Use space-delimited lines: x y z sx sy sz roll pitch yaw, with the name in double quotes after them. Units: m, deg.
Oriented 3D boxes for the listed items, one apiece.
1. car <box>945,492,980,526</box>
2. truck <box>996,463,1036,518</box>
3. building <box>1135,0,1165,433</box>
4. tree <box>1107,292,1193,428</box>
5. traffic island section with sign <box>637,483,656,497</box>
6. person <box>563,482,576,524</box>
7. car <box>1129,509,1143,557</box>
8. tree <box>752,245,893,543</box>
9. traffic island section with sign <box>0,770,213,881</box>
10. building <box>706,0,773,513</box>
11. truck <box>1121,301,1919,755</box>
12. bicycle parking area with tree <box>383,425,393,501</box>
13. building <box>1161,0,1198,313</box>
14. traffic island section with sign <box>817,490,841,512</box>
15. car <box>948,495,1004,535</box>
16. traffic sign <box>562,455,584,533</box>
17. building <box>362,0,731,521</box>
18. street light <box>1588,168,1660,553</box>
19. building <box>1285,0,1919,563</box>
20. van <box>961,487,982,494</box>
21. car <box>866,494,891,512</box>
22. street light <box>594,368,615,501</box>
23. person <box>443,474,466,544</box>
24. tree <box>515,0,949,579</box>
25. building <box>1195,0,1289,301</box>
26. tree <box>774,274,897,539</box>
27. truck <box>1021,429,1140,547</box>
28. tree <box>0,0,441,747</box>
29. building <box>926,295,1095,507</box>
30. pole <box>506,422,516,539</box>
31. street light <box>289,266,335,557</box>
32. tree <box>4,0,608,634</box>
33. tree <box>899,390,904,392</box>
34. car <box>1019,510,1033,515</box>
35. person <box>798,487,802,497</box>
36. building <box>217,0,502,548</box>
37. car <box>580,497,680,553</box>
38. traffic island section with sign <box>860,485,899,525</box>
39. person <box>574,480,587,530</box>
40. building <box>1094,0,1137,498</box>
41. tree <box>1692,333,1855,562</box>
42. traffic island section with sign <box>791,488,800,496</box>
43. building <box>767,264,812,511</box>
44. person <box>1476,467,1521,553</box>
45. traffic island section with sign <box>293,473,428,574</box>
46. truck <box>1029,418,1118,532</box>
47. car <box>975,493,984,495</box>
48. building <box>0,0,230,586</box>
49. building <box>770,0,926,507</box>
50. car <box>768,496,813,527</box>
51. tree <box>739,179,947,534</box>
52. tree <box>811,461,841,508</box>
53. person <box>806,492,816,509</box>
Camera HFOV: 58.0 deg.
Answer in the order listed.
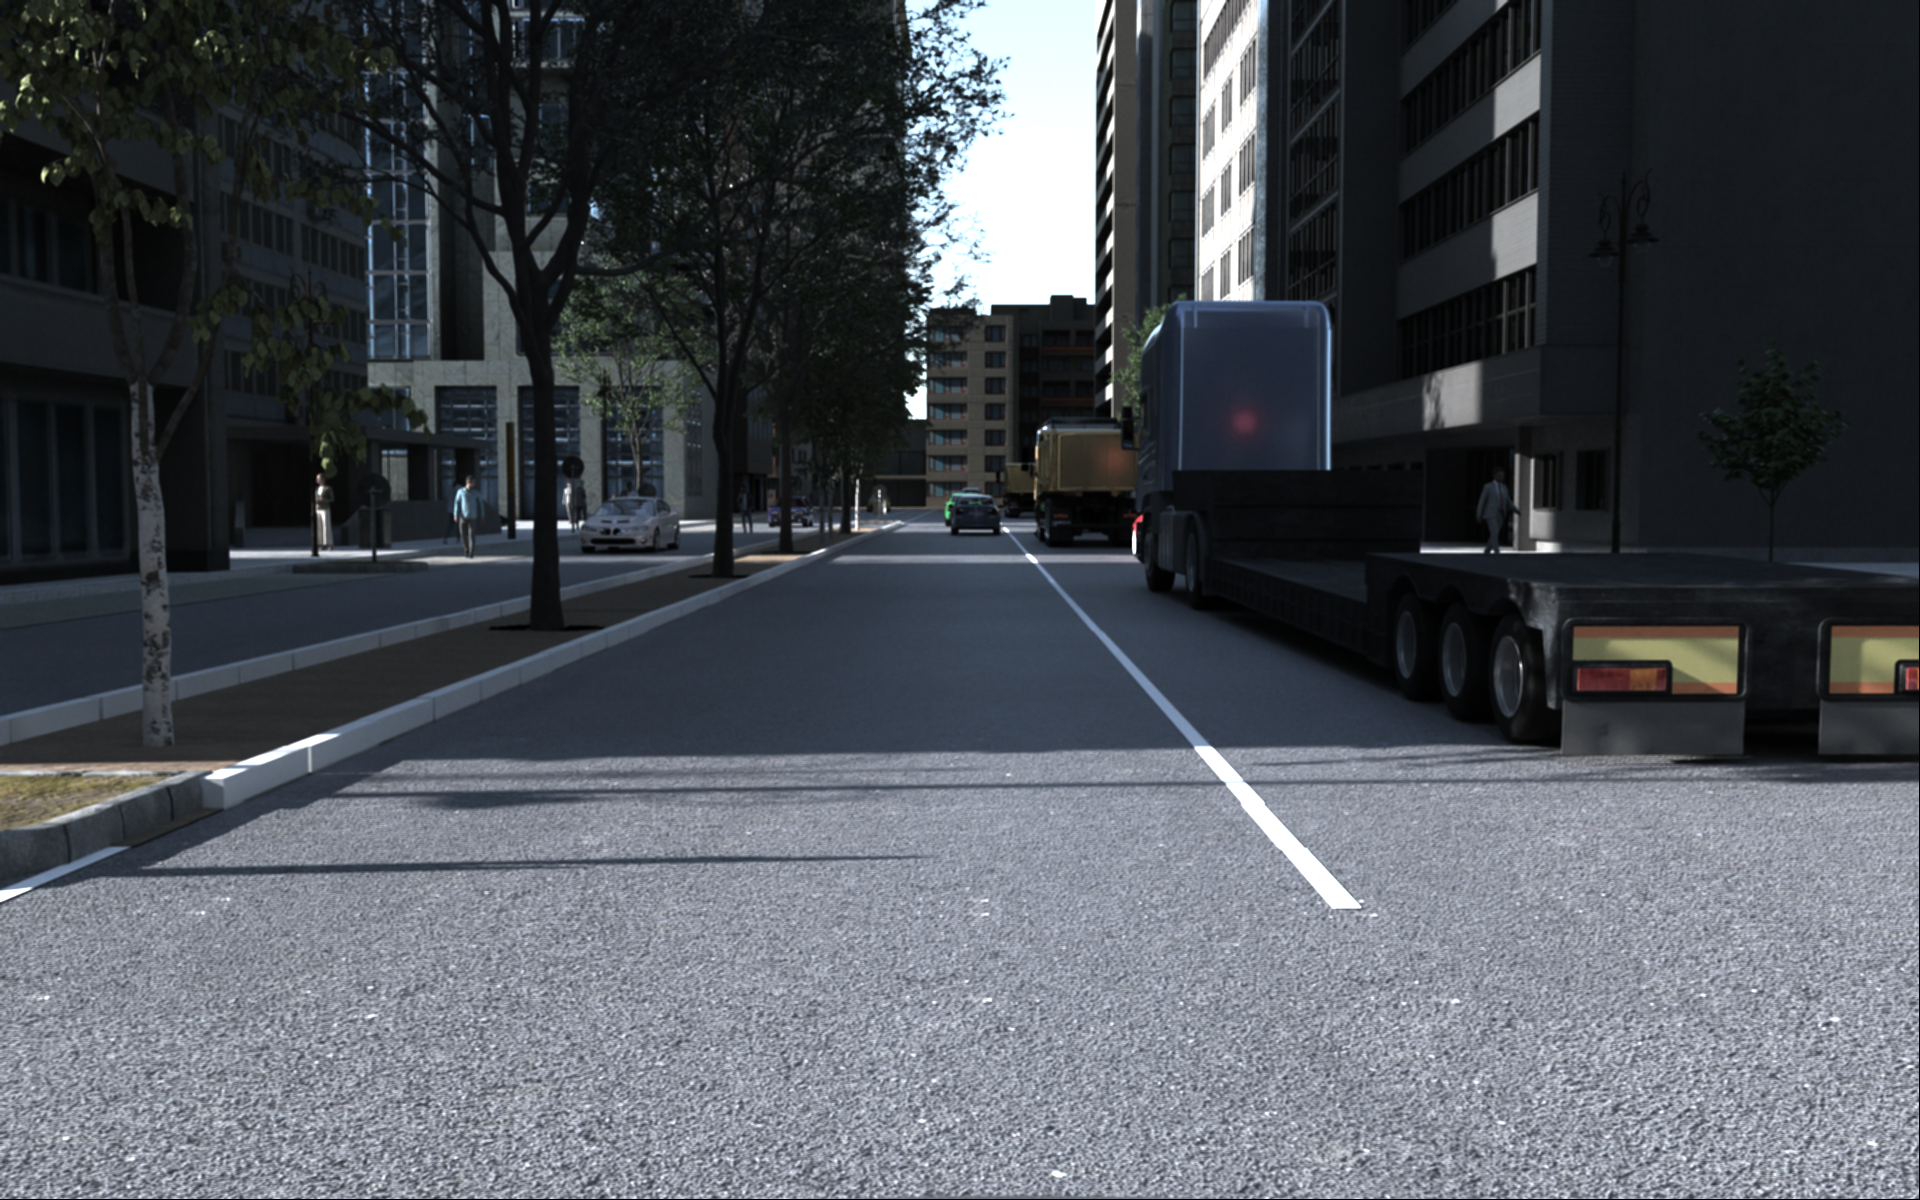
0.290 -4.253 78.330 1.959 1.807 4.718 0 4 2 "car"
4.083 -6.820 107.438 3.469 3.379 9.791 0 4 -1 "truck"
22.857 -35.387 120.582 21.231 58.520 28.212 0 4 0 "building"
11.471 -9.921 87.969 9.928 11.665 9.643 0 3 0 "tree"
-10.749 -3.098 59.286 1.989 1.847 2.006 0 4 0 "traffic island section with sign"
-16.944 -4.236 75.425 0.709 1.813 0.853 0 4 -3 "person"
4.878 -1.791 38.320 2.155 1.783 4.494 0 4 -1 "car"
-3.972 -5.933 49.831 4.737 8.622 4.395 0 3 0 "tree"
-4.438 0.072 6.963 2.006 1.907 1.989 0 4 0 "traffic island section with sign"
-20.888 -28.770 120.500 14.600 45.320 14.200 0 4 0 "building"
4.138 -1.750 18.375 2.967 4.110 18.799 0 4 -1 "truck"
-26.513 -5.214 72.256 8.231 4.147 9.016 1 4 13 "bicycle parking area with tree"
18.463 -20.101 100.352 14.160 30.474 14.107 0 4 0 "building"
-10.139 -7.795 136.071 1.989 1.847 2.006 0 4 0 "traffic island section with sign"
0.563 -3.049 61.859 2.014 1.417 4.499 0 4 1 "car"
-12.774 -3.488 57.142 0.768 2.556 0.104 1 4 8 "traffic sign"
-24.365 -47.954 96.712 22.319 86.520 31.000 0 4 0 "building"
9.520 -3.193 24.995 0.468 5.910 1.993 0 4 0 "street light"
18.254 -13.906 46.430 14.314 24.678 30.058 0 4 0 "building"
0.763 -6.623 115.300 2.013 2.044 4.112 0 4 1 "van"
-6.516 -7.862 138.767 2.015 1.641 3.980 0 4 2 "car"
-13.000 -5.550 63.529 0.468 5.910 1.993 0 4 0 "street light"
-13.044 -2.351 44.747 0.793 1.790 0.793 -1 4 -20 "person"
-3.935 -6.171 29.115 9.928 11.665 9.643 0 3 0 "tree"
17.106 -15.547 72.213 12.078 24.808 19.932 0 4 0 "building"
-4.133 -6.253 55.050 4.360 8.622 3.978 0 3 0 "tree"
3.623 -3.331 50.391 3.469 3.379 9.791 0 3 0 "truck"
-4.507 -3.456 9.326 4.737 8.622 4.395 0 3 0 "tree"
11.268 -20.547 180.982 28.899 21.520 27.650 0 4 0 "building"
-12.780 -3.391 49.283 0.158 3.312 0.155 0 3 0 "pole"
-13.195 -3.821 35.256 0.468 5.910 1.993 0 4 0 "street light"
-4.308 -6.410 17.633 12.009 13.543 11.850 0 3 0 "tree"
-4.044 -7.055 68.173 4.360 8.622 3.978 0 3 0 "tree"
4.919 -6.718 122.199 2.083 1.381 4.827 0 4 2 "car"
-12.542 -7.924 135.583 0.705 1.826 1.348 0 4 7 "person"
-31.119 -21.812 48.504 32.217 40.220 23.993 0 4 0 "building"
-8.304 -1.928 43.888 2.083 1.381 4.827 0 4 1 "car"
-3.849 -4.524 82.099 2.006 1.907 1.989 0 4 0 "traffic island section with sign"
-13.668 -3.442 62.509 0.537 1.800 0.526 2 4 33 "person"
22.754 -31.929 145.747 21.300 48.544 21.600 0 4 0 "building"
9.756 -1.620 21.085 1.663 3.219 1.824 0 3 0 "tree"
-10.355 -6.146 109.117 1.989 1.847 2.006 0 4 0 "traffic island section with sign"
-28.033 -18.260 143.588 28.899 21.520 27.650 0 4 0 "building"
10.096 -1.610 32.647 0.678 1.792 0.850 -1 4 -23 "person"
-10.966 -1.427 31.963 1.989 1.847 2.006 0 4 0 "traffic island section with sign"
4.442 -4.901 69.051 2.839 4.237 11.283 0 4 -1 "truck"
0.714 -5.367 96.788 2.155 1.783 4.494 0 4 2 "car"
-23.096 -24.082 17.446 21.300 48.544 21.600 0 4 0 "building"
-16.928 -36.149 180.277 27.495 52.752 28.713 0 4 0 "building"
-7.406 -3.878 75.991 1.945 1.354 3.894 0 4 0 "car"
-4.202 -8.652 62.042 7.486 12.596 7.792 0 3 0 "tree"
-12.353 -10.773 159.852 4.285 4.588 4.351 0 3 0 "tree"
-12.796 -8.515 148.494 0.991 1.433 0.599 1 4 14 "person"
